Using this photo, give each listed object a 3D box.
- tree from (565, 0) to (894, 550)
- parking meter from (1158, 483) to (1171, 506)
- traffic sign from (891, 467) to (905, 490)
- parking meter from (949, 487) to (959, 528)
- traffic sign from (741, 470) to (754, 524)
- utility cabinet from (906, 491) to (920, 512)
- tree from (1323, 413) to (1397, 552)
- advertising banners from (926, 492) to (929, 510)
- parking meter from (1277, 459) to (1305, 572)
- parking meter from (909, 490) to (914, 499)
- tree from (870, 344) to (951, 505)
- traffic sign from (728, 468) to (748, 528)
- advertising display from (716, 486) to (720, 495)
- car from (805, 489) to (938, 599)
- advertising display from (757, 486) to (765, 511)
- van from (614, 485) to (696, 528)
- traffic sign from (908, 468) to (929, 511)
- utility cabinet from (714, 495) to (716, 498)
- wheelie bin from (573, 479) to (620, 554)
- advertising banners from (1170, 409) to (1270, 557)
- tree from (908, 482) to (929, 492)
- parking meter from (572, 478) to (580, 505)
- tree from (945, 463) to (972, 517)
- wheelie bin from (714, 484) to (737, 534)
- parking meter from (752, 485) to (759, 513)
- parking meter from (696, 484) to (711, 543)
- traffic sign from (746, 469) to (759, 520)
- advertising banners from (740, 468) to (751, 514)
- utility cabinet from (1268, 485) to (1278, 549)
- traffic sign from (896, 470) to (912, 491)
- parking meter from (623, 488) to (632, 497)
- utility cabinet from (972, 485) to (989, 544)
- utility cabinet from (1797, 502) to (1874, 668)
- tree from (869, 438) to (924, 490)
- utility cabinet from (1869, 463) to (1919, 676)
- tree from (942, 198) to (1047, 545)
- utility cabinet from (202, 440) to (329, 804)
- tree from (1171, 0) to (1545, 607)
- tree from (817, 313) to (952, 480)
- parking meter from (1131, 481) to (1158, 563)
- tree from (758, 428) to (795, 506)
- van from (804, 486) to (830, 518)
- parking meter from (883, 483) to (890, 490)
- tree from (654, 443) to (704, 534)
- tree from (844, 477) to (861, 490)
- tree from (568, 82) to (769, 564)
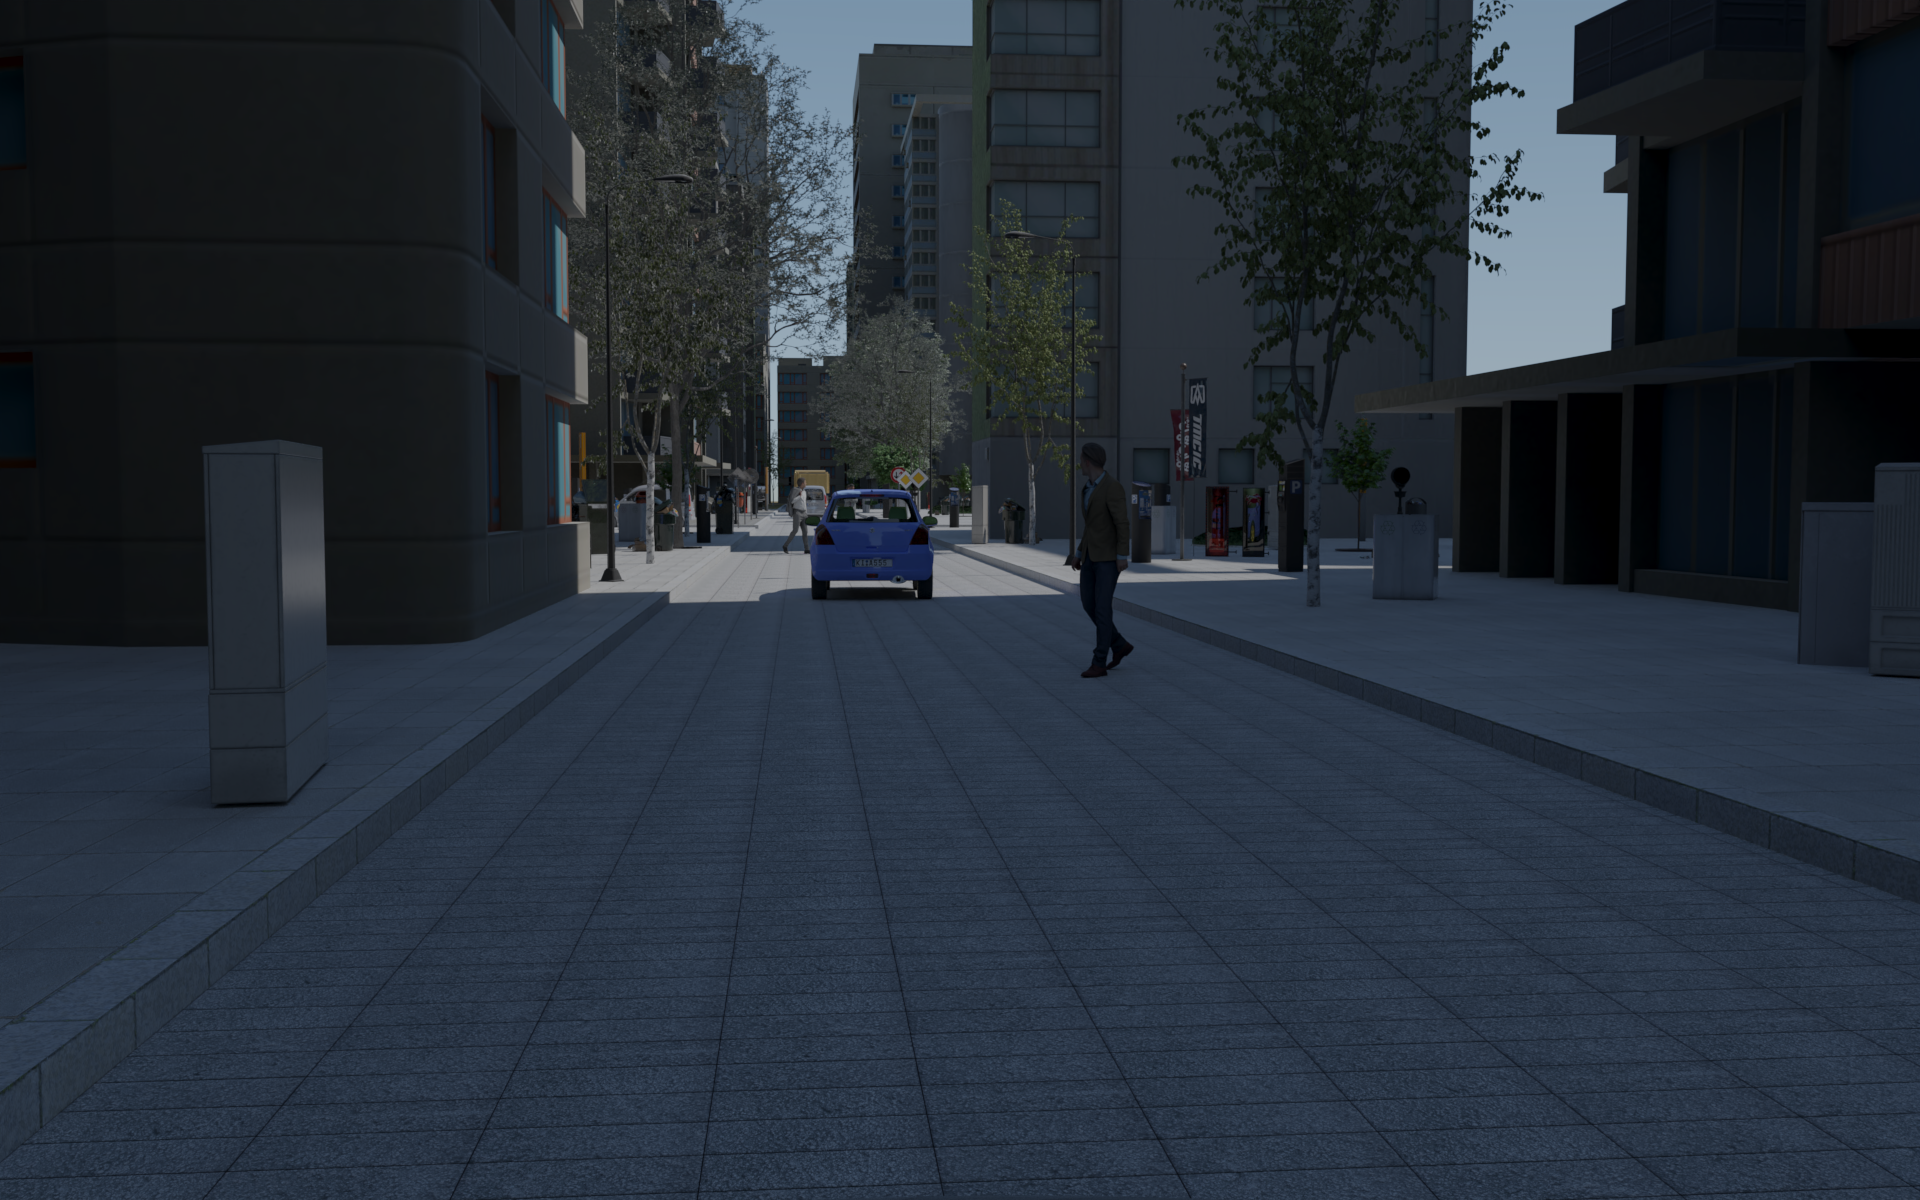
[{"bbox_3d":[-6.579,-7.934,40.091,12.009,13.543,11.850,0,3,0],"label":"tree"},{"bbox_3d":[4.649,-1.921,39.815,0.372,1.533,0.369,0,3,0],"label":"parking meter"},{"bbox_3d":[-2.854,-4.937,80.818,0.768,2.556,0.104,0,4,0],"label":"traffic sign"},{"bbox_3d":[-0.217,-3.530,66.119,0.372,1.533,0.369,0,3,0],"label":"parking meter"},{"bbox_3d":[-9.076,-4.246,73.072,0.795,2.450,0.064,0,4,-5],"label":"traffic sign"},{"bbox_3d":[-3.389,-6.996,123.063,1.173,1.500,0.318,2,4,35],"label":"utility cabinet"},{"bbox_3d":[8.986,-2.693,38.632,1.663,3.219,1.824,0,3,0],"label":"tree"},{"bbox_3d":[-2.549,-8.832,140.584,0.090,3.025,2.074,1,4,9],"label":"advertising banners"},{"bbox_3d":[5.445,-1.395,28.521,0.399,1.863,0.255,-1,4,-22],"label":"parking meter"},{"bbox_3d":[-3.115,-6.412,113.242,0.372,1.533,0.369,0,3,0],"label":"parking meter"},{"bbox_3d":[-2.246,-8.183,84.147,4.360,8.622,3.978,0,3,0],"label":"tree"},{"bbox_3d":[-8.341,-3.760,65.120,0.795,2.450,0.064,0,4,-5],"label":"traffic sign"},{"bbox_3d":[-20.091,-8.573,145.375,0.974,1.923,0.123,3,4,36],"label":"advertising display"},{"bbox_3d":[-1.271,-0.935,24.884,1.945,1.707,3.694,0,4,-3],"label":"car"},{"bbox_3d":[-15.577,-7.929,134.854,0.974,1.923,0.123,-2,4,-32],"label":"advertising display"},{"bbox_3d":[-12.753,-3.841,69.809,4.112,2.044,2.013,0,4,-4],"label":"van"},{"bbox_3d":[-1.574,-3.797,65.723,0.795,2.450,0.064,0,4,-5],"label":"traffic sign"},{"bbox_3d":[-20.285,-8.282,146.579,1.020,1.237,0.306,1,4,15],"label":"utility cabinet"},{"bbox_3d":[-7.805,-1.783,37.065,0.980,1.594,0.693,-2,4,-30],"label":"wheelie bin"},{"bbox_3d":[5.296,-2.399,35.416,2.074,3.025,0.090,1,4,22],"label":"advertising banners"},{"bbox_3d":[-3.680,-9.292,146.531,1.663,3.219,1.824,0,3,0],"label":"tree"},{"bbox_3d":[-13.624,-3.435,61.878,0.255,1.863,0.399,2,4,32],"label":"parking meter"},{"bbox_3d":[0.243,-6.339,98.242,1.663,3.219,1.824,0,3,0],"label":"tree"},{"bbox_3d":[-7.543,-2.920,55.652,0.693,1.594,0.980,0,4,-2],"label":"wheelie bin"},{"bbox_3d":[-13.566,-6.668,114.728,0.399,1.863,0.255,0,4,8],"label":"parking meter"},{"bbox_3d":[-6.738,-2.268,45.490,0.372,1.533,0.369,0,3,0],"label":"parking meter"},{"bbox_3d":[-10.415,-5.274,86.333,0.768,2.556,0.104,0,4,2],"label":"traffic sign"},{"bbox_3d":[-14.113,-7.211,114.086,0.090,3.025,2.074,1,4,14],"label":"advertising banners"},{"bbox_3d":[7.391,-1.900,39.740,0.318,1.500,1.173,-1,4,-9],"label":"utility cabinet"},{"bbox_3d":[-2.309,-4.283,73.674,0.795,2.450,0.064,0,4,-5],"label":"traffic sign"},{"bbox_3d":[-14.184,-4.008,73.942,0.372,1.533,0.369,0,3,0],"label":"parking meter"},{"bbox_3d":[0.515,-2.203,44.705,0.318,1.500,1.173,1,4,8],"label":"utility cabinet"},{"bbox_3d":[6.818,-0.104,12.865,1.020,1.237,0.306,2,4,34],"label":"utility cabinet"},{"bbox_3d":[-3.478,-6.885,96.278,4.285,4.588,4.351,0,3,0],"label":"tree"},{"bbox_3d":[6.946,-0.198,11.908,1.173,1.500,0.318,2,4,34],"label":"utility cabinet"},{"bbox_3d":[1.728,-5.662,42.944,4.737,8.622,4.395,0,3,0],"label":"tree"},{"bbox_3d":[-3.038,0.066,7.603,0.318,1.500,1.173,-1,4,-12],"label":"utility cabinet"},{"bbox_3d":[4.223,-4.241,19.697,4.737,8.622,4.395,0,3,0],"label":"tree"},{"bbox_3d":[-5.123,-13.037,119.811,9.857,13.997,8.962,0,3,0],"label":"tree"},{"bbox_3d":[3.389,-1.463,32.339,0.372,1.533,0.369,0,3,0],"label":"parking meter"},{"bbox_3d":[-20.667,-14.829,192.819,4.737,8.622,4.395,0,3,0],"label":"tree"},{"bbox_3d":[-7.670,-5.072,89.935,2.013,2.044,4.112,0,4,-4],"label":"van"},{"bbox_3d":[-3.917,-5.240,91.379,0.399,1.863,0.255,0,4,-6],"label":"parking meter"},{"bbox_3d":[-9.200,-3.766,56.182,1.663,3.219,1.824,0,3,0],"label":"tree"},{"bbox_3d":[-10.625,-10.734,170.094,1.663,3.219,1.824,0,3,0],"label":"tree"},{"bbox_3d":[-5.652,-4.986,31.883,4.360,8.622,3.978,0,3,0],"label":"tree"}]
